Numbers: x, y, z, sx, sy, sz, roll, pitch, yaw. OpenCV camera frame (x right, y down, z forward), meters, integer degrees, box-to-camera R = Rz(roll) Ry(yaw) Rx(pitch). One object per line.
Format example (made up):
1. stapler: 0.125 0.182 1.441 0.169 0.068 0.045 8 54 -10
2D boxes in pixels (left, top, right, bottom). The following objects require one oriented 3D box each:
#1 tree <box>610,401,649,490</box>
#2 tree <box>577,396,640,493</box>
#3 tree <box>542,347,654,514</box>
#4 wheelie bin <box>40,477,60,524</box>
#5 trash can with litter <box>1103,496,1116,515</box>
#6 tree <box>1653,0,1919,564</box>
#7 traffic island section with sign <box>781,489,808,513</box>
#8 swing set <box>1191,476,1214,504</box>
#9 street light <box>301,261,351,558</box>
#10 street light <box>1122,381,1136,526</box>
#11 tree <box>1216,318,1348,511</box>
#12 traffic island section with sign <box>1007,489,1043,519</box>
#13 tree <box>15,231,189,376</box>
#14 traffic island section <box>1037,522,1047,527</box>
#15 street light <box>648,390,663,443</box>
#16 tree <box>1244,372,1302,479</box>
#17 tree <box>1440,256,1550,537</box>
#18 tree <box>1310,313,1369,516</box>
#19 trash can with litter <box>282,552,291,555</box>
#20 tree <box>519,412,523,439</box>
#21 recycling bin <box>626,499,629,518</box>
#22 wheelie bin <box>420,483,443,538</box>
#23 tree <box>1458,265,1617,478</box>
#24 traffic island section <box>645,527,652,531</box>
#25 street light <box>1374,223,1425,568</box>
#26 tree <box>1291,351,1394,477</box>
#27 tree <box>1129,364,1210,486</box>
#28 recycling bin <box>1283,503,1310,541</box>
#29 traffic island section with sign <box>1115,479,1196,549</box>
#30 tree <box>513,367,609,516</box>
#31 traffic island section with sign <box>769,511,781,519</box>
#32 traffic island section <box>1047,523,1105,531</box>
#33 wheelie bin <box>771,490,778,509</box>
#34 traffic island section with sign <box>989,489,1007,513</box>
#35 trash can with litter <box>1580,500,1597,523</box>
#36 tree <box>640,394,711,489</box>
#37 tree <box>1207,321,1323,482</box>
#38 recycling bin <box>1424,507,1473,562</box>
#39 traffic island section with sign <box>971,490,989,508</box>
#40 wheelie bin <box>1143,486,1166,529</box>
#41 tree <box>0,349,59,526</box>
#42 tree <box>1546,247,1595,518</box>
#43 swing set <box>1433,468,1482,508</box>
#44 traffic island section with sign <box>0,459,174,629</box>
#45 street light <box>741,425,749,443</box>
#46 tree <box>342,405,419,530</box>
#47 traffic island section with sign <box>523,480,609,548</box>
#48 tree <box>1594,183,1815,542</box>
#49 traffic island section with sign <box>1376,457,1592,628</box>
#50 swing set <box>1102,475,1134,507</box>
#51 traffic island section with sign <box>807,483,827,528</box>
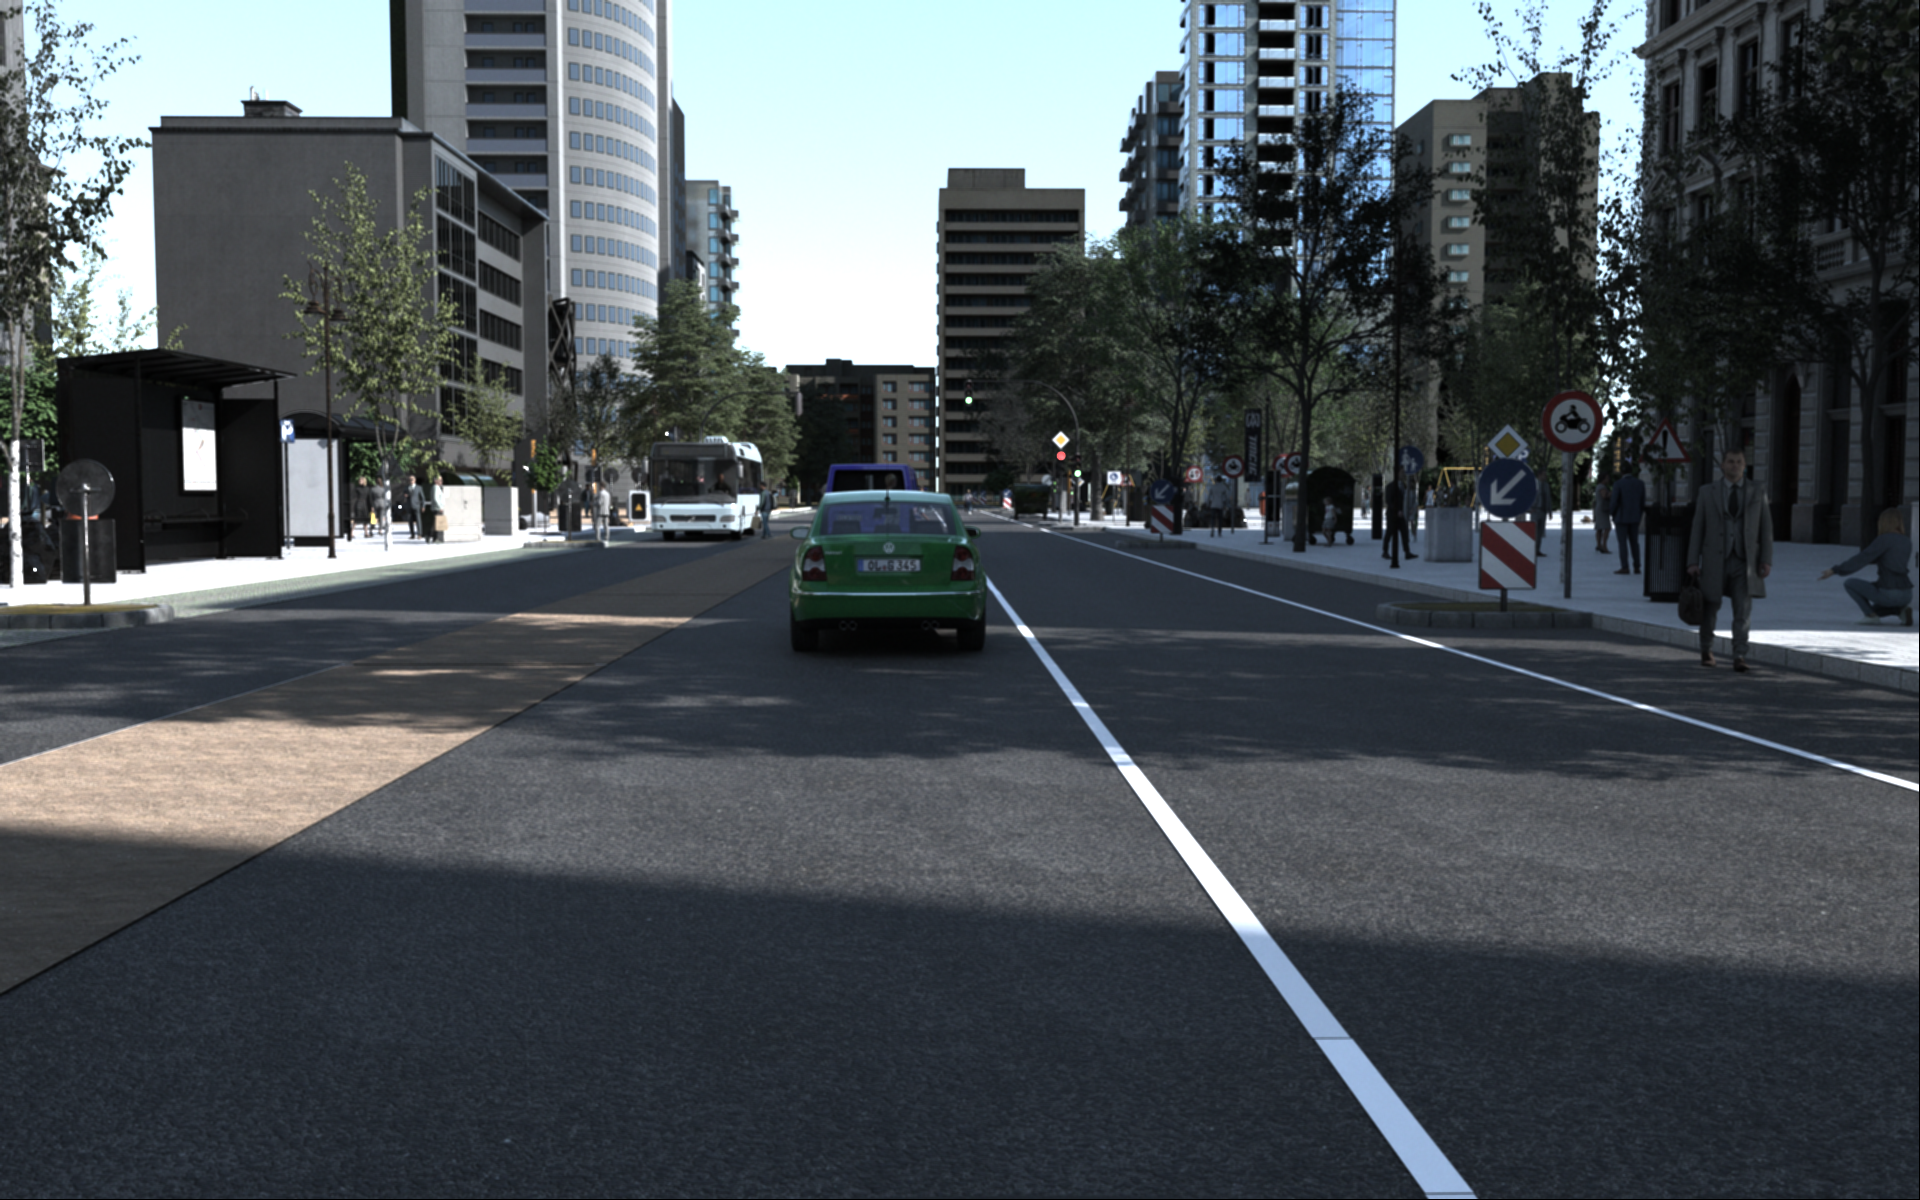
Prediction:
1. tree: -25.355 -11.284 134.852 4.360 8.622 3.978 0 3 0
2. tree: -25.175 -10.477 121.666 4.737 8.622 4.395 0 3 0
3. tree: -23.035 -10.725 109.763 7.601 10.594 8.767 0 4 6
4. wheelie bin: -16.030 -1.426 31.228 0.980 1.594 0.693 -1 4 -18
5. trash can with litter: 8.826 -5.673 104.140 1.055 1.170 0.624 -3 5 -43
6. tree: 16.313 -5.937 31.478 7.601 10.594 8.767 0 4 2
7. traffic island section with sign: -12.333 -7.341 128.649 1.989 1.847 2.006 0 4 -1
8. swing set: 21.236 -9.374 150.876 2.862 2.851 3.119 -1 4 -11
9. street light: -12.595 -3.778 34.560 0.468 5.910 1.993 0 4 -1
10. street light: 6.705 -5.886 69.025 0.468 5.910 1.993 0 4 -1
11. tree: 22.210 -12.941 118.239 9.857 13.997 8.962 0 3 0
12. traffic island section with sign: 3.969 -5.735 102.388 1.989 1.847 2.006 0 4 -1
13. tree: -24.102 -5.982 48.166 4.737 8.622 4.395 0 3 0
14. traffic island section: 4.514 -3.374 77.442 2.009 0.180 2.903 0 4 -1
15. street light: -13.569 -6.384 77.161 0.468 5.910 1.993 0 4 -1
16. tree: 18.363 -9.191 100.635 4.360 8.622 3.978 0 3 0
17. tree: 17.053 -6.166 51.169 4.737 8.622 4.395 0 3 0
18. tree: 16.176 -7.066 65.886 4.360 8.622 3.978 0 3 0
19. trash can with litter: -15.327 -1.580 36.887 2.233 1.210 1.678 1 4 22
20. tree: -24.367 -8.515 89.585 4.737 8.622 4.395 0 3 0
21. recycling bin: -17.396 -4.911 92.845 0.722 1.027 0.722 2 4 34
22. wheelie bin: -15.555 -2.633 50.963 0.980 1.594 0.693 0 4 3
23. tree: 28.729 -10.264 85.951 7.486 12.596 7.792 0 3 0
24. traffic island section: -11.349 -2.864 69.113 2.009 0.180 2.903 0 4 -1
25. street light: 7.544 -3.491 29.868 0.468 5.910 1.993 0 4 -1
26. tree: 29.702 -13.456 137.013 9.611 12.733 9.660 0 3 0
27. tree: 10.516 -8.717 92.879 4.360 8.622 3.978 0 3 0
28. recycling bin: 9.275 -2.138 47.517 0.722 1.027 0.722 1 4 16
29. traffic island section with sign: 5.207 -2.314 46.458 1.989 1.847 2.006 0 4 -1
30. tree: -23.256 -9.112 99.349 4.360 8.622 3.978 0 3 0
31. traffic island section with sign: -11.739 -5.693 101.701 1.989 1.847 2.006 0 4 -1
32. traffic island section: 4.689 -2.886 69.459 2.009 0.180 2.903 0 4 -1
33. wheelie bin: -16.128 -8.674 149.731 0.980 1.594 0.693 1 4 20
34. traffic island section with sign: 3.377 -7.383 129.337 1.989 1.847 2.006 0 4 -1
35. trash can with litter: 28.267 -4.029 77.255 1.055 1.170 0.624 0 4 -2
36. tree: -19.089 -10.304 118.831 4.737 8.622 4.395 0 3 0
37. tree: 19.185 -11.636 108.378 7.486 12.596 7.792 0 3 0
38. recycling bin: 9.259 -1.240 32.833 0.722 1.027 0.722 0 4 -2
39. traffic island section with sign: 2.266 -10.490 180.141 1.989 1.847 2.006 0 4 -1
40. wheelie bin: 7.282 -3.445 64.242 0.980 1.594 0.693 -2 4 -27
41. tree: -20.894 -3.392 39.174 4.285 4.588 4.351 0 3 0
42. tree: 18.730 -5.876 46.432 4.737 8.622 4.395 0 3 0
43. swing set: 30.089 -6.499 103.883 3.119 2.851 2.862 -1 4 -19
44. traffic island section with sign: -9.924 -0.645 19.175 1.989 1.847 2.006 0 4 -1
45. street light: -14.450 -8.779 116.316 0.468 5.910 1.993 0 4 -1
46. tree: -21.445 -4.844 62.915 4.285 4.588 4.351 0 3 0
47. traffic island section with sign: -10.521 -2.315 46.479 1.989 1.847 2.006 0 4 -1
48. tree: 17.698 -5.485 40.044 4.737 8.622 4.395 0 3 0
49. traffic island section with sign: 5.796 -0.666 19.509 1.989 1.847 2.006 0 4 -1
50. swing set: 13.132 -8.779 141.150 2.862 2.851 3.119 -1 4 -22
51. traffic island section with sign: -5.274 -3.752 69.480 2.006 1.907 1.989 0 4 -1
